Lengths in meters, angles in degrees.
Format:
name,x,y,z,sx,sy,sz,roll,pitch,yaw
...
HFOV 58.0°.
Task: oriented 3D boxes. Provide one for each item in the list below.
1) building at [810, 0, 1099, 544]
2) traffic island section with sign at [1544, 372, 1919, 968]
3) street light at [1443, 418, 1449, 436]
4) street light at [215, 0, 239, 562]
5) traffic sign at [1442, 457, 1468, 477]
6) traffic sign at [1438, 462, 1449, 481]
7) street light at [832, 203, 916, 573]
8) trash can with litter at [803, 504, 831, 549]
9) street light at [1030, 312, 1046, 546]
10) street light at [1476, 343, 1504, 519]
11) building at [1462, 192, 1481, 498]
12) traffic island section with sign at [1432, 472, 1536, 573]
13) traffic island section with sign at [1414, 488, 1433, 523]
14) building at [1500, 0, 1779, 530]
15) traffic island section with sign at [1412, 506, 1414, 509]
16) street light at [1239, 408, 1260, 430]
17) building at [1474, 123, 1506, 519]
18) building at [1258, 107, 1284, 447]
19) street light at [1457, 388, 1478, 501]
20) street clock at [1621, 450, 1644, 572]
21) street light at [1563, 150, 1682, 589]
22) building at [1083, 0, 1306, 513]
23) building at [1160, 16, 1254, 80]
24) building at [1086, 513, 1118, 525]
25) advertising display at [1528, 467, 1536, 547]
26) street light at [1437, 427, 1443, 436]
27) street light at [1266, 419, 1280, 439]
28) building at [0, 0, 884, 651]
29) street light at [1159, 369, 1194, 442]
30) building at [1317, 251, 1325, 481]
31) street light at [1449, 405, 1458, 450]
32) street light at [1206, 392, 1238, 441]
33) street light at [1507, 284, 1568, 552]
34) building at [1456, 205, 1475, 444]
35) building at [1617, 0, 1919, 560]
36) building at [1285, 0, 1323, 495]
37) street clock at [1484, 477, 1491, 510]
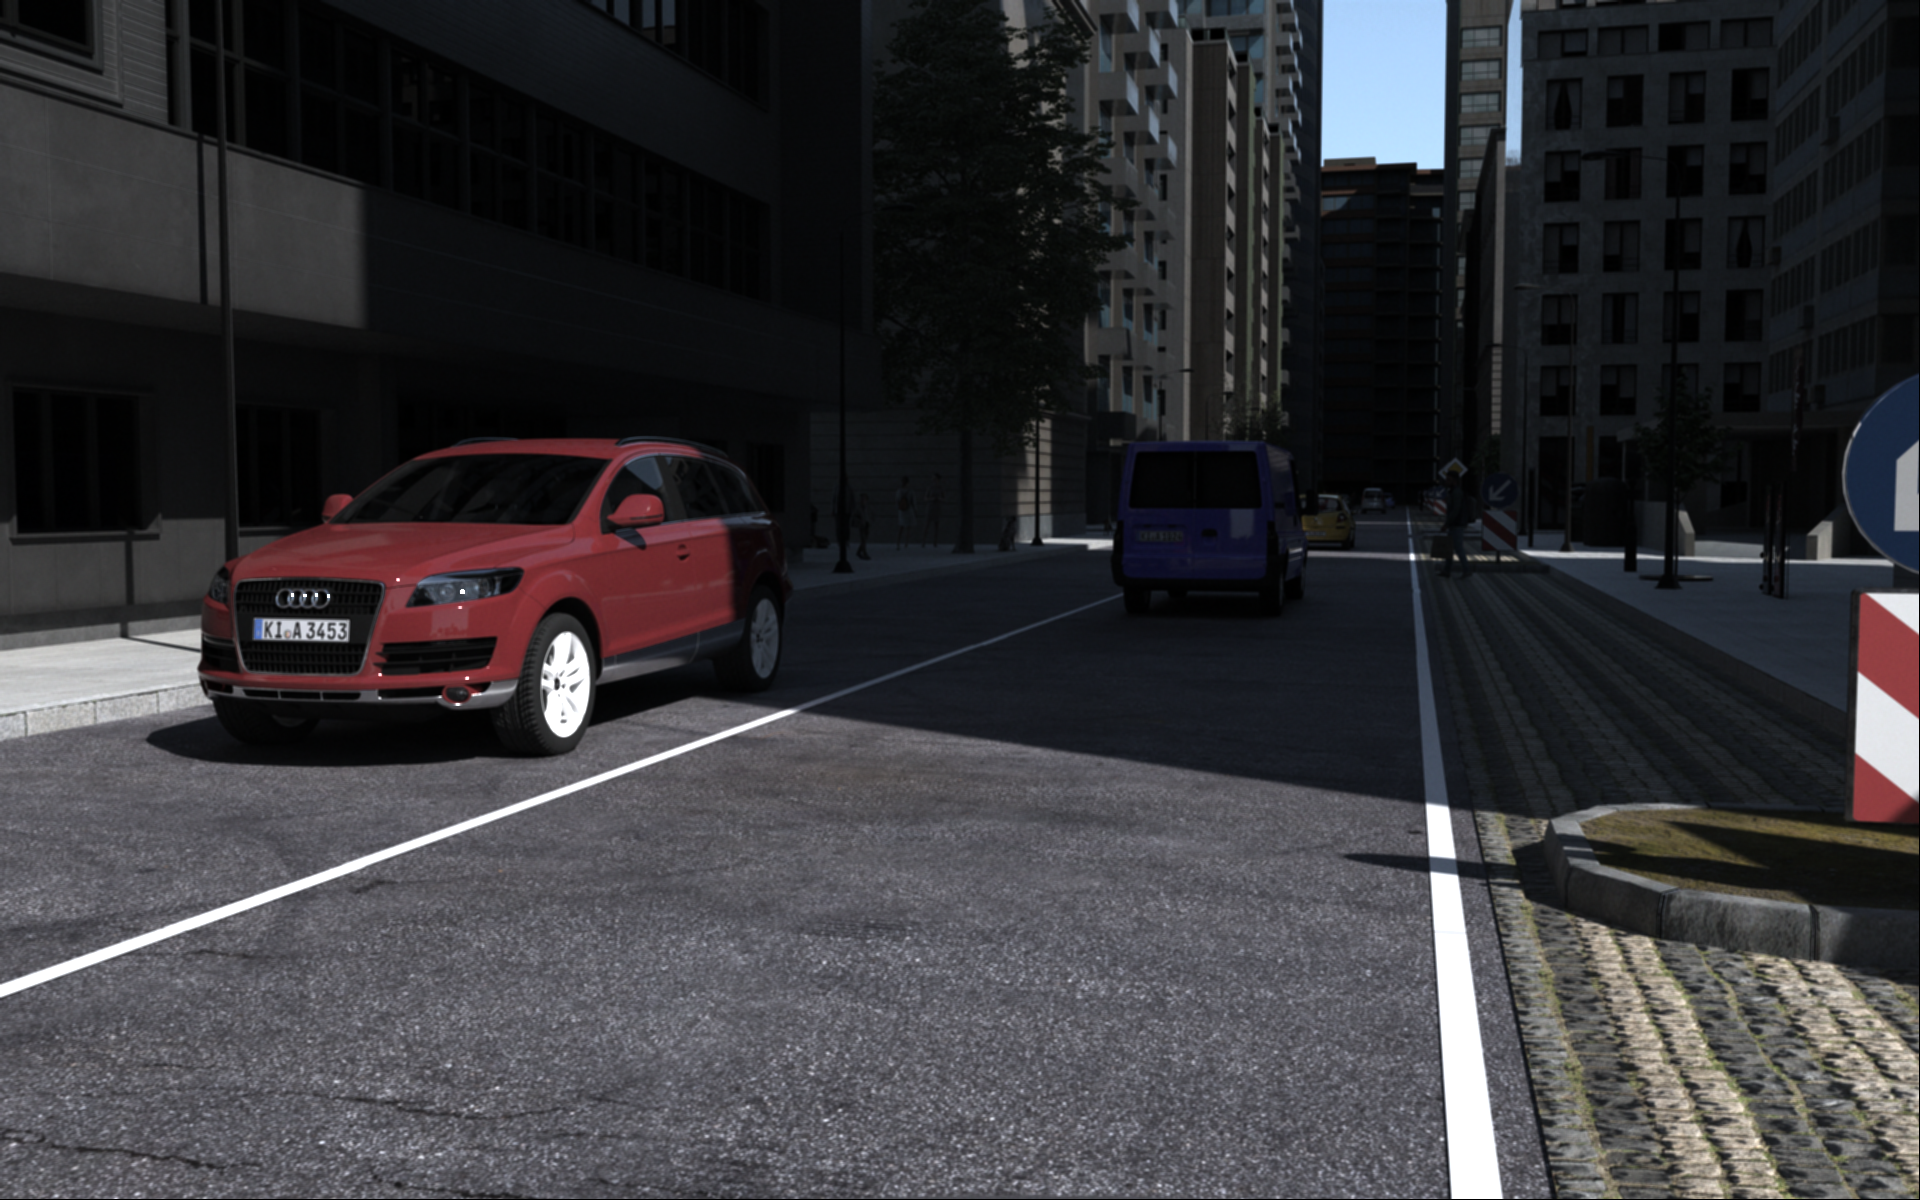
name,x,y,z,sx,sy,sz,roll,pitch,yaw
building,-13.633,-14.372,54.066,34.723,24.649,14.460,1,4,14
traffic island section with sign,3.155,0.154,6.104,1.989,1.847,2.006,1,4,14
street light,30.133,-8.087,104.757,1.470,5.913,1.316,1,4,14
street light,-5.179,-2.493,13.298,1.470,5.913,1.316,1,4,14
traffic sign,15.569,-3.195,54.421,0.795,2.593,0.064,1,4,14
traffic sign,17.560,-3.668,62.154,0.795,2.593,0.064,1,4,14
street light,-1.384,-3.388,27.938,1.470,5.913,1.316,1,4,14
trash can with litter,-3.486,-1.821,41.162,1.055,1.170,0.624,3,5,43
street light,2.442,-4.294,42.742,1.470,5.913,1.316,1,4,14
street light,16.846,-4.946,53.414,1.470,5.913,1.316,1,4,14
building,37.485,-16.891,105.847,12.332,23.373,15.834,1,4,14
traffic island section with sign,9.876,-1.442,32.211,1.989,1.847,2.006,1,4,14
traffic island section with sign,23.845,-4.761,86.473,1.989,1.847,2.006,1,4,14
building,29.131,-12.792,63.907,16.860,20.320,10.420,1,4,14
traffic island section with sign,30.606,-6.367,112.724,1.989,1.847,2.006,1,4,14
street light,15.481,-7.399,93.520,1.470,5.913,1.316,1,4,14
building,32.030,-14.715,89.747,9.793,20.994,18.267,1,4,14
building,16.780,-21.968,130.880,14.160,30.474,14.107,1,4,14
street light,22.694,-6.326,75.972,1.470,5.913,1.316,1,4,14
street clock,11.113,-1.473,28.656,0.358,2.002,0.471,1,4,17
street light,9.086,-3.114,23.453,1.470,5.913,1.316,1,4,14
building,18.526,-32.716,154.507,23.786,49.044,30.456,1,4,14
building,10.917,-20.667,109.601,14.160,30.474,14.107,1,4,14
building,-1.934,-28.227,81.123,23.786,49.044,30.456,1,4,14
advertising display,13.866,-2.251,42.018,0.123,1.923,0.974,1,4,20
street light,33.750,-8.969,119.176,1.470,5.913,1.316,1,4,14
street light,19.202,-8.280,107.912,1.470,5.913,1.316,1,4,14
building,-11.853,-12.234,19.088,14.314,24.678,30.058,1,4,14
street light,7.989,-5.621,64.451,1.470,5.913,1.316,1,4,14
building,36.041,-26.563,206.002,14.107,30.474,14.160,1,4,14
street light,26.385,-7.207,90.372,1.470,5.913,1.316,1,4,14
street light,11.764,-6.502,78.849,1.470,5.913,1.316,1,4,14
street light,12.934,-4.025,38.349,1.470,5.913,1.316,1,4,14
building,41.172,-18.009,123.332,11.050,23.489,19.941,1,4,14
building,32.183,-21.106,36.959,32.217,40.220,23.993,1,4,14
building,26.636,-39.192,182.785,21.231,58.520,28.212,1,4,14
street clock,22.007,-4.135,72.172,0.471,2.002,0.358,-3,5,-43
